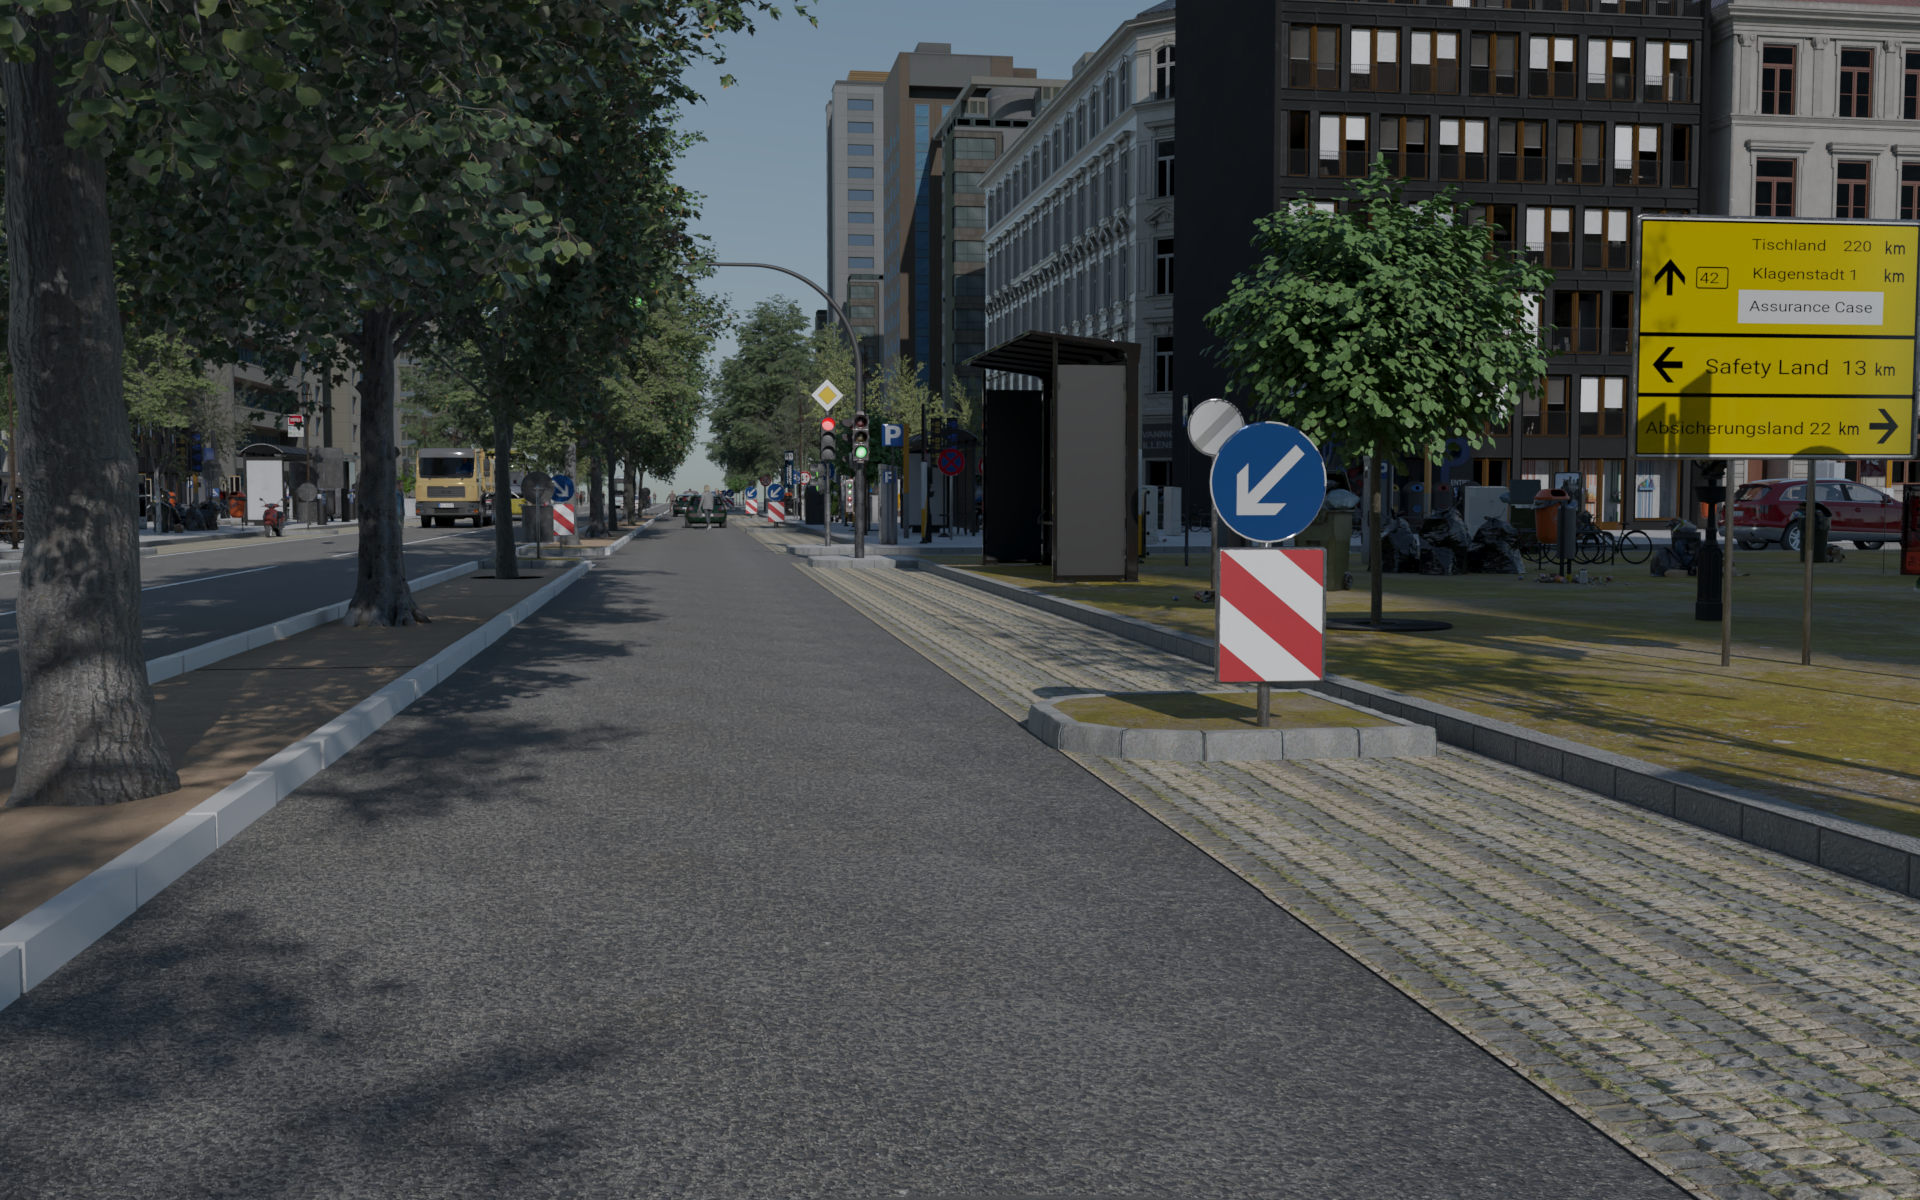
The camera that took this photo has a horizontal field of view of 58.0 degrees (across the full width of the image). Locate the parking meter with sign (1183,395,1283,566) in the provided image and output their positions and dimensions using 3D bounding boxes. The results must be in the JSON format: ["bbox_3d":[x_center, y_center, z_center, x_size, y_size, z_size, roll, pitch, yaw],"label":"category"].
[{"bbox_3d":[4.858,-2.111,30.780,1.738,3.016,0.543,0,4,-2],"label":"parking meter with sign"}]

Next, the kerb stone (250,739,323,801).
[{"bbox_3d":[-3.303,0.838,8.490,0.120,0.150,1.000,-1,4,-9],"label":"kerb stone"}]

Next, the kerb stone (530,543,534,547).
[{"bbox_3d":[-10.790,-1.281,43.132,0.120,0.150,1.000,-1,4,-9],"label":"kerb stone"}]

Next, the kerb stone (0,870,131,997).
[{"bbox_3d":[-2.818,1.027,5.455,0.120,0.150,1.000,-1,4,-9],"label":"kerb stone"}]

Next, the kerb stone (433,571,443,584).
[{"bbox_3d":[-8.360,-0.320,27.434,0.120,0.150,1.000,-1,4,-9],"label":"kerb stone"}]

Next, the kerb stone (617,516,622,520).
[{"bbox_3d":[-19.758,-4.812,100.889,0.120,0.150,1.000,-1,4,-9],"label":"kerb stone"}]

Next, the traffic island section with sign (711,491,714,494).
[{"bbox_3d":[-23.022,-9.749,168.017,1.989,1.847,2.006,-1,4,-9],"label":"traffic island section with sign"}]

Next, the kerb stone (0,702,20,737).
[{"bbox_3d":[-5.688,0.733,10.218,0.120,0.150,1.000,-1,4,-9],"label":"kerb stone"}]

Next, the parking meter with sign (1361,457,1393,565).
[{"bbox_3d":[7.624,-2.154,31.480,0.543,3.016,1.738,0,4,2],"label":"parking meter with sign"}]

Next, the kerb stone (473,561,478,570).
[{"bbox_3d":[-9.150,-0.630,32.503,0.120,0.150,1.000,-1,4,-9],"label":"kerb stone"}]

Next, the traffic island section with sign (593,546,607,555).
[{"bbox_3d":[-9.453,-2.025,41.245,2.006,1.907,1.989,-1,4,-9],"label":"traffic island section with sign"}]

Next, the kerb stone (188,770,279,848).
[{"bbox_3d":[-3.136,0.903,7.481,0.120,0.150,1.000,-1,4,-9],"label":"kerb stone"}]

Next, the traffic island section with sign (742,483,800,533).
[{"bbox_3d":[-7.046,-3.446,64.969,1.989,1.847,2.006,-1,4,-9],"label":"traffic island section with sign"}]

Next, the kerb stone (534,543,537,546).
[{"bbox_3d":[-10.947,-1.340,44.147,0.120,0.150,1.000,-1,4,-9],"label":"kerb stone"}]

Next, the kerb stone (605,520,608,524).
[{"bbox_3d":[-17.560,-3.945,86.699,0.120,0.150,1.000,-1,4,-9],"label":"kerb stone"}]

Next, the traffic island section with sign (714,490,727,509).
[{"bbox_3d":[-18.747,-8.059,140.385,1.989,1.847,2.006,-1,4,-9],"label":"traffic island section with sign"}]

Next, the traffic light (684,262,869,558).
[{"bbox_3d":[-4.093,-3.634,34.080,4.771,5.953,1.251,-1,4,-9],"label":"traffic light"}]

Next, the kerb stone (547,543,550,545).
[{"bbox_3d":[-11.583,-1.588,48.189,0.120,0.150,1.000,-1,4,-9],"label":"kerb stone"}]

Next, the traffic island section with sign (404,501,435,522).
[{"bbox_3d":[-27.357,-4.865,88.176,1.989,1.847,2.006,-1,4,-9],"label":"traffic island section with sign"}]

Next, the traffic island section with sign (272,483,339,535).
[{"bbox_3d":[-23.222,-3.236,61.539,1.989,1.847,2.006,-1,4,-9],"label":"traffic island section with sign"}]

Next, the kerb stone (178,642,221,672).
[{"bbox_3d":[-6.309,0.485,14.271,0.120,0.150,1.000,-1,4,-9],"label":"kerb stone"}]

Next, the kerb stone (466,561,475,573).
[{"bbox_3d":[-8.987,-0.568,31.486,0.120,0.150,1.000,-1,4,-9],"label":"kerb stone"}]

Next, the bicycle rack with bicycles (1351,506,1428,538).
[{"bbox_3d":[12.260,-2.294,50.882,2.925,0.926,2.852,3,5,43],"label":"bicycle rack with bicycles"}]

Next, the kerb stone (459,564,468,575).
[{"bbox_3d":[-8.831,-0.506,30.471,0.120,0.150,1.000,-1,4,-9],"label":"kerb stone"}]

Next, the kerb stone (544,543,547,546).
[{"bbox_3d":[-11.423,-1.528,47.180,0.120,0.150,1.000,-1,4,-9],"label":"kerb stone"}]

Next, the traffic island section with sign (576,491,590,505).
[{"bbox_3d":[-47.794,-12.921,219.888,1.989,1.847,2.006,-1,4,-9],"label":"traffic island section with sign"}]

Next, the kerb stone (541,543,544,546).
[{"bbox_3d":[-11.267,-1.466,46.168,0.120,0.150,1.000,-1,4,-9],"label":"kerb stone"}]

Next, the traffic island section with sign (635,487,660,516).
[{"bbox_3d":[-20.983,-6.566,115.497,2.006,1.907,1.989,-1,4,-9],"label":"traffic island section with sign"}]

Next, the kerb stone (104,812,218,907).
[{"bbox_3d":[-2.980,0.968,6.470,0.120,0.150,1.000,-1,4,-9],"label":"kerb stone"}]

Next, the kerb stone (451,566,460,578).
[{"bbox_3d":[-8.670,-0.441,29.459,0.120,0.150,1.000,-1,4,-9],"label":"kerb stone"}]

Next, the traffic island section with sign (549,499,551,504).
[{"bbox_3d":[-39.354,-9.595,165.502,1.989,1.847,2.006,-1,4,-9],"label":"traffic island section with sign"}]

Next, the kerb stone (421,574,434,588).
[{"bbox_3d":[-8.196,-0.258,26.419,0.120,0.150,1.000,-1,4,-9],"label":"kerb stone"}]

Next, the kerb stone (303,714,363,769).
[{"bbox_3d":[-3.449,0.776,9.507,0.120,0.150,1.000,-1,4,-9],"label":"kerb stone"}]

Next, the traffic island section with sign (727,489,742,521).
[{"bbox_3d":[-11.193,-5.085,91.769,1.989,1.847,2.006,-1,4,-9],"label":"traffic island section with sign"}]

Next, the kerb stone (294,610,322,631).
[{"bbox_3d":[-6.947,0.237,18.323,0.120,0.150,1.000,-1,4,-9],"label":"kerb stone"}]

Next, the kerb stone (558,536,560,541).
[{"bbox_3d":[-12.210,-1.833,52.246,0.120,0.150,1.000,-1,4,-9],"label":"kerb stone"}]

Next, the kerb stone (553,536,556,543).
[{"bbox_3d":[-11.890,-1.709,50.213,0.120,0.150,1.000,-1,4,-9],"label":"kerb stone"}]

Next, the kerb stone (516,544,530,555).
[{"bbox_3d":[-10.635,-1.217,42.122,0.120,0.150,1.000,-1,4,-9],"label":"kerb stone"}]

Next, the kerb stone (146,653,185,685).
[{"bbox_3d":[-6.160,0.547,13.252,0.120,0.150,1.000,-1,4,-9],"label":"kerb stone"}]

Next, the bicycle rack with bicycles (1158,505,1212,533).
[{"bbox_3d":[7.664,-2.735,58.095,2.852,0.926,2.925,-2,4,-32],"label":"bicycle rack with bicycles"}]

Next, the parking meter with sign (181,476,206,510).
[{"bbox_3d":[-32.629,-4.750,73.926,0.543,3.016,1.738,1,4,22],"label":"parking meter with sign"}]

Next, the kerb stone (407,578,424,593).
[{"bbox_3d":[-8.044,-0.191,25.409,0.120,0.150,1.000,-1,4,-9],"label":"kerb stone"}]

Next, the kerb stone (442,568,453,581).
[{"bbox_3d":[-8.508,-0.381,28.446,0.120,0.150,1.000,-1,4,-9],"label":"kerb stone"}]

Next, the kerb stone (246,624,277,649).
[{"bbox_3d":[-6.633,0.363,16.303,0.120,0.150,1.000,-1,4,-9],"label":"kerb stone"}]

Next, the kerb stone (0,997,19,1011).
[{"bbox_3d":[-2.663,1.088,4.432,0.120,0.150,1.000,-1,4,-9],"label":"kerb stone"}]

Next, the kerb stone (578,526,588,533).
[{"bbox_3d":[-14.257,-2.644,65.430,0.120,0.150,1.000,-1,4,-9],"label":"kerb stone"}]

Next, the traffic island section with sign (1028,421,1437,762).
[{"bbox_3d":[1.462,-0.096,10.196,1.989,1.847,2.006,-1,4,-9],"label":"traffic island section with sign"}]

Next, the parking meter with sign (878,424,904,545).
[{"bbox_3d":[-1.809,-2.925,44.086,0.543,3.016,1.738,-1,4,-9],"label":"parking meter with sign"}]

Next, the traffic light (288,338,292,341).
[{"bbox_3d":[-17.772,-4.009,40.208,4.771,5.953,1.251,-1,4,-9],"label":"traffic light"}]

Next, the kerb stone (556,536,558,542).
[{"bbox_3d":[-12.053,-1.776,51.233,0.120,0.150,1.000,-1,4,-9],"label":"kerb stone"}]

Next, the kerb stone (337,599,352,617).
[{"bbox_3d":[-7.252,0.115,20.345,0.120,0.150,1.000,-1,4,-9],"label":"kerb stone"}]

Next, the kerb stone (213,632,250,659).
[{"bbox_3d":[-6.479,0.424,15.285,0.120,0.150,1.000,-1,4,-9],"label":"kerb stone"}]

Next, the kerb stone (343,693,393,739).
[{"bbox_3d":[-3.608,0.716,10.524,0.120,0.150,1.000,-1,4,-9],"label":"kerb stone"}]

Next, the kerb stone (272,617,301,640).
[{"bbox_3d":[-6.787,0.302,17.314,0.120,0.150,1.000,-1,4,-9],"label":"kerb stone"}]

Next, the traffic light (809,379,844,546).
[{"bbox_3d":[-3.264,-3.273,42.431,0.839,4.253,0.868,-1,4,-9],"label":"traffic light"}]

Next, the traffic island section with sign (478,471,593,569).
[{"bbox_3d":[-8.327,-1.577,33.924,2.006,1.907,1.989,-1,4,-9],"label":"traffic island section with sign"}]

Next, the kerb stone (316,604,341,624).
[{"bbox_3d":[-7.105,0.175,19.333,0.120,0.150,1.000,-1,4,-9],"label":"kerb stone"}]
